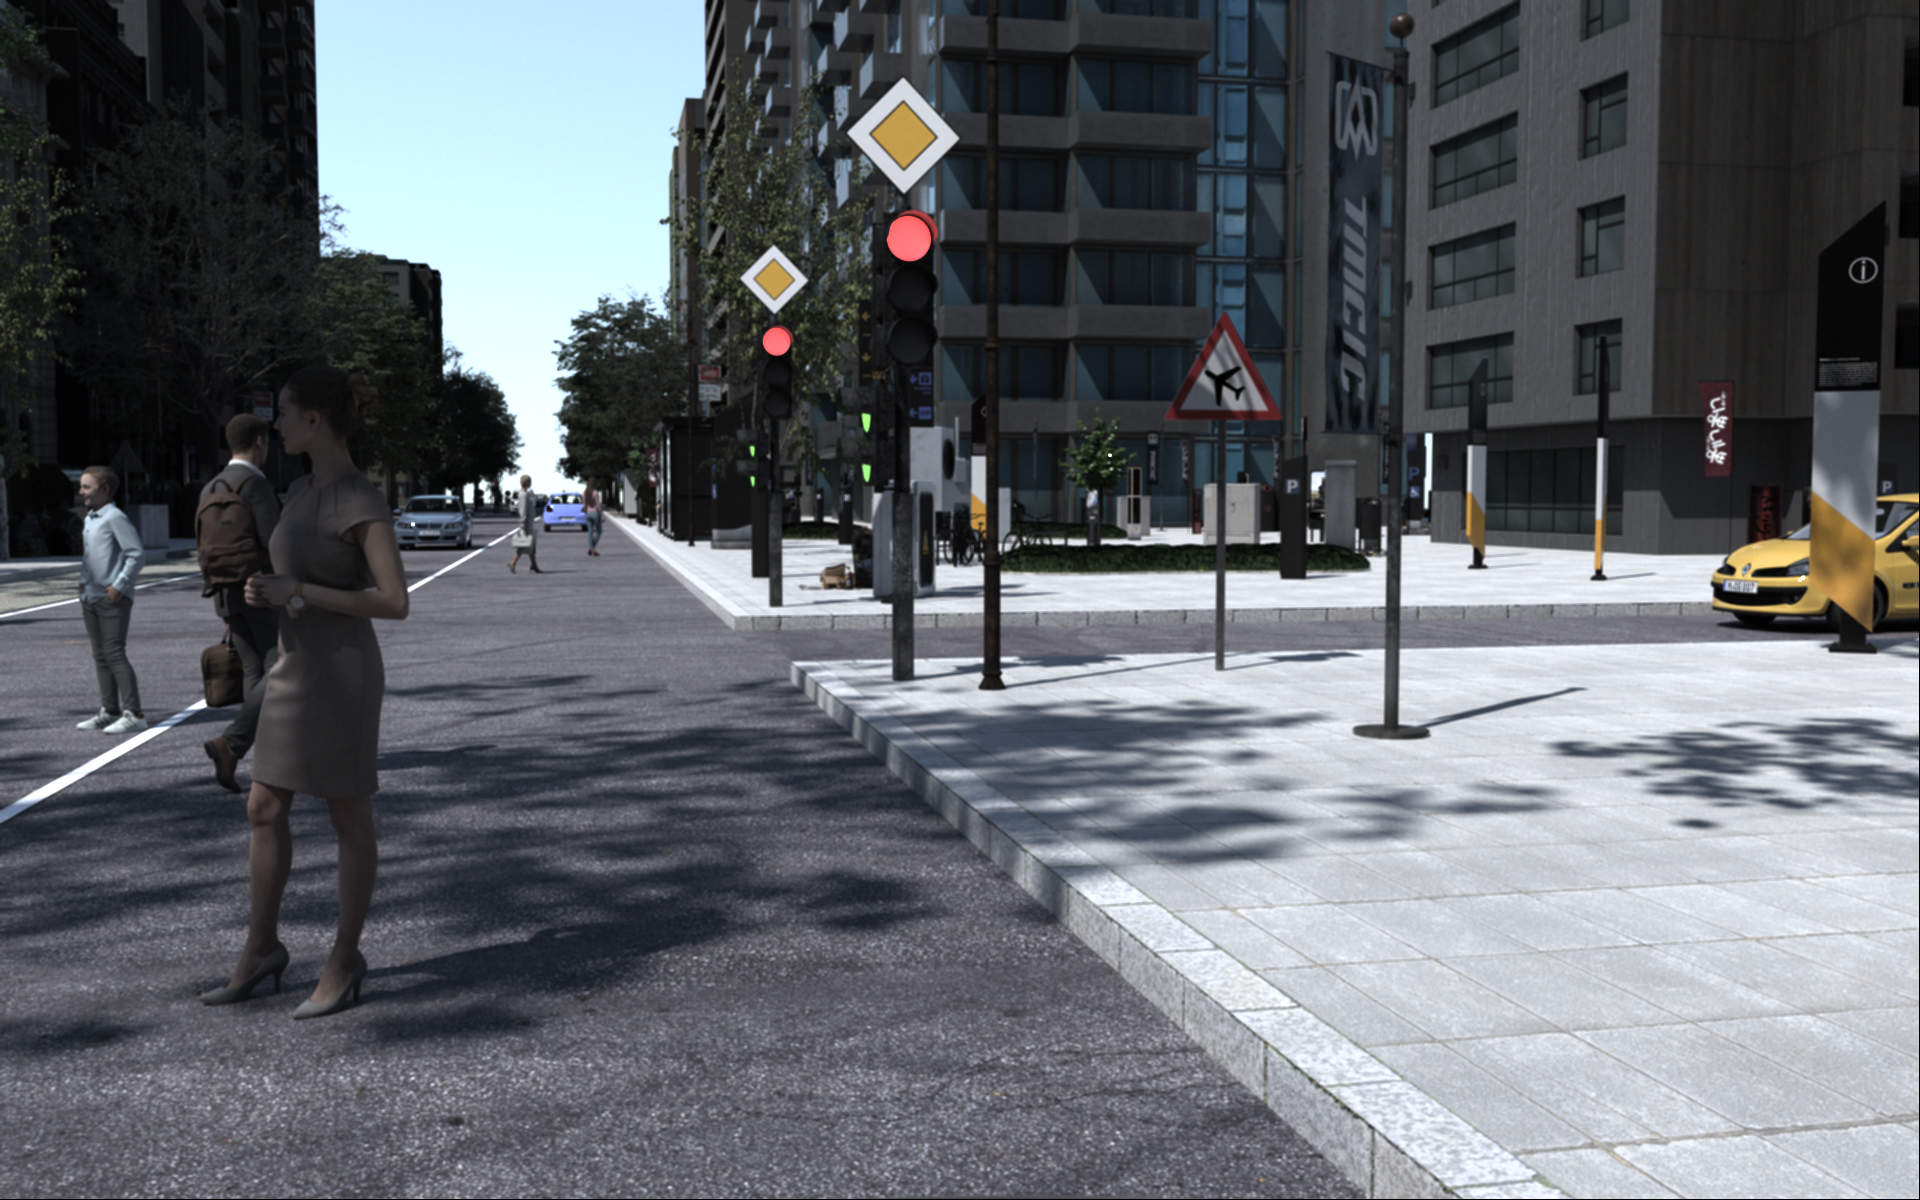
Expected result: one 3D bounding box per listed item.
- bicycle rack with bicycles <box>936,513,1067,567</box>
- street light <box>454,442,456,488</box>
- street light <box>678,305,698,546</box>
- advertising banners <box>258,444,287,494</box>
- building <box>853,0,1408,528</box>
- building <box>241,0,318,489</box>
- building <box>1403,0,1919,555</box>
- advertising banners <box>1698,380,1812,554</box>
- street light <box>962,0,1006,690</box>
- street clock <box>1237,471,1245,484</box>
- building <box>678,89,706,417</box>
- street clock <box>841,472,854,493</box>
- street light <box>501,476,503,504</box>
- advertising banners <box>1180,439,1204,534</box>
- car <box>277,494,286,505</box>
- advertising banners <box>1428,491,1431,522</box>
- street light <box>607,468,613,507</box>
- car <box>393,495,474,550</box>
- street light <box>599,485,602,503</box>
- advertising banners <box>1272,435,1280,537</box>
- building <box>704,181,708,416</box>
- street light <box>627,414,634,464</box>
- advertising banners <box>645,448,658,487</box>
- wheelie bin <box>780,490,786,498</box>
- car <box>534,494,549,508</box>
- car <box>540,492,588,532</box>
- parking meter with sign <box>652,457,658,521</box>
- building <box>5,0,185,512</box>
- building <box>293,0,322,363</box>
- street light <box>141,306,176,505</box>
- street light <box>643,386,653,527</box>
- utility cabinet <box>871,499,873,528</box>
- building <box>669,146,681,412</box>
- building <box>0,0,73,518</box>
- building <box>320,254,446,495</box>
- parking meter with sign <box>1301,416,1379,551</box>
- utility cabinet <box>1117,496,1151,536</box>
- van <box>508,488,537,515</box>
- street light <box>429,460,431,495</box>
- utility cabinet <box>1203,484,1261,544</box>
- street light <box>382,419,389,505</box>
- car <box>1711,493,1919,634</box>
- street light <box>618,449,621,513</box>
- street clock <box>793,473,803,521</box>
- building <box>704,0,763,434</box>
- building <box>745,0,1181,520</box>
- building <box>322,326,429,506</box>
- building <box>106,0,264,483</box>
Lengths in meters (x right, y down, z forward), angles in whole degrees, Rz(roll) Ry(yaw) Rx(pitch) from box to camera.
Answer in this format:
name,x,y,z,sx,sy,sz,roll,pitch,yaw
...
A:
name,x,y,z,sx,sy,sz,roll,pitch,yaw
bicycle rack with bicycles,0.587,-1.101,31.391,2.852,0.926,2.925,2,4,27
street light,-41.333,-10.338,141.815,0.468,5.910,1.993,-1,4,-12
street light,-6.608,-4.261,42.451,0.468,5.910,1.993,-1,4,-12
advertising banners,-25.613,-4.176,64.465,2.074,3.025,0.090,0,4,4
building,5.687,-28.026,77.841,23.786,49.044,30.456,-1,4,-12
building,-55.162,-28.108,114.190,22.147,44.769,28.867,-1,4,-12
building,19.789,-16.394,39.737,14.107,30.474,14.160,-1,4,-12
advertising banners,12.419,-1.861,26.622,2.074,3.025,0.090,1,4,15
street light,0.211,-2.351,11.228,0.468,5.910,1.993,-1,4,-12
street clock,9.002,-3.114,55.479,0.358,2.002,0.471,0,4,4
building,-23.917,-33.240,193.584,14.600,45.320,14.200,-1,4,-12
street clock,-3.733,-3.269,58.018,0.471,2.002,0.358,2,4,32
street light,-59.051,-15.314,223.173,0.468,5.910,1.993,-1,4,-12
advertising banners,7.655,-3.643,55.748,0.090,3.025,2.074,3,5,42
car,-10.533,-0.947,27.279,2.131,1.459,4.920,-1,4,-12
advertising banners,21.797,-5.097,79.516,2.074,3.025,0.090,1,4,21
street light,-28.479,-10.346,141.941,0.468,5.910,1.993,-1,4,-12
car,-13.848,-2.060,45.688,2.014,1.417,4.499,-1,4,-13
street light,-40.527,-13.724,197.173,0.468,5.910,1.993,-1,4,-12
advertising banners,9.779,-3.408,51.901,0.090,3.025,2.074,2,4,35
building,-16.002,-23.504,155.989,14.160,30.474,14.107,-1,4,-12
street light,-17.647,-7.328,92.600,0.468,5.910,1.993,-1,4,-12
advertising banners,-11.051,-4.274,66.063,2.074,3.025,0.090,1,4,17
wheelie bin,-8.345,-4.397,79.803,0.693,1.594,0.980,-1,4,-11
car,-40.020,-9.507,165.225,2.009,1.686,4.222,-1,4,-14
car,-15.193,-3.499,66.803,1.945,1.707,3.694,-1,4,-14
parking meter with sign,-14.165,-5.343,83.617,1.738,3.016,0.543,-3,5,-39
building,-40.527,-14.775,71.252,12.332,23.373,15.834,-1,4,-12
building,-60.246,-42.771,137.551,20.563,71.187,20.611,-1,4,-12
street light,-19.682,-4.274,42.660,0.468,5.910,1.993,-1,4,-12
street light,-12.121,-5.801,67.636,0.468,5.910,1.993,-1,4,-12
utility cabinet,-1.257,-1.008,27.647,0.306,1.237,1.020,0,4,-5
building,-27.296,-32.041,207.469,14.154,41.232,14.086,-1,4,-12
building,-36.971,-12.838,51.696,13.314,21.916,24.055,-1,4,-12
building,-71.260,-26.982,212.851,14.160,30.474,14.107,-1,4,-12
parking meter with sign,8.580,-2.614,38.997,1.738,3.016,0.543,0,4,7
utility cabinet,5.265,-2.530,52.534,1.020,1.237,0.306,-2,4,-25
van,-30.787,-7.031,121.970,2.013,2.044,4.112,-1,4,-12
street light,-35.809,-8.817,116.944,0.468,5.910,1.993,-1,4,-12
utility cabinet,5.726,-1.703,36.518,1.173,1.500,0.318,2,4,35
street light,-30.433,-7.294,92.040,0.468,5.910,1.993,-1,4,-12
car,10.129,-0.517,18.685,3.980,1.641,2.015,-1,4,-14
street light,-23.052,-8.823,117.049,0.468,5.910,1.993,-1,4,-12
street clock,-5.445,-3.280,58.204,0.358,2.002,0.471,0,4,-5
building,-8.825,-31.497,138.684,21.300,48.544,21.600,-1,4,-12
building,-2.122,-30.210,113.539,23.786,49.044,30.456,-1,4,-12
building,-74.048,-21.102,190.052,27.650,21.520,28.899,-1,4,-12
building,-46.846,-19.742,94.486,14.160,30.474,14.107,-1,4,-12
